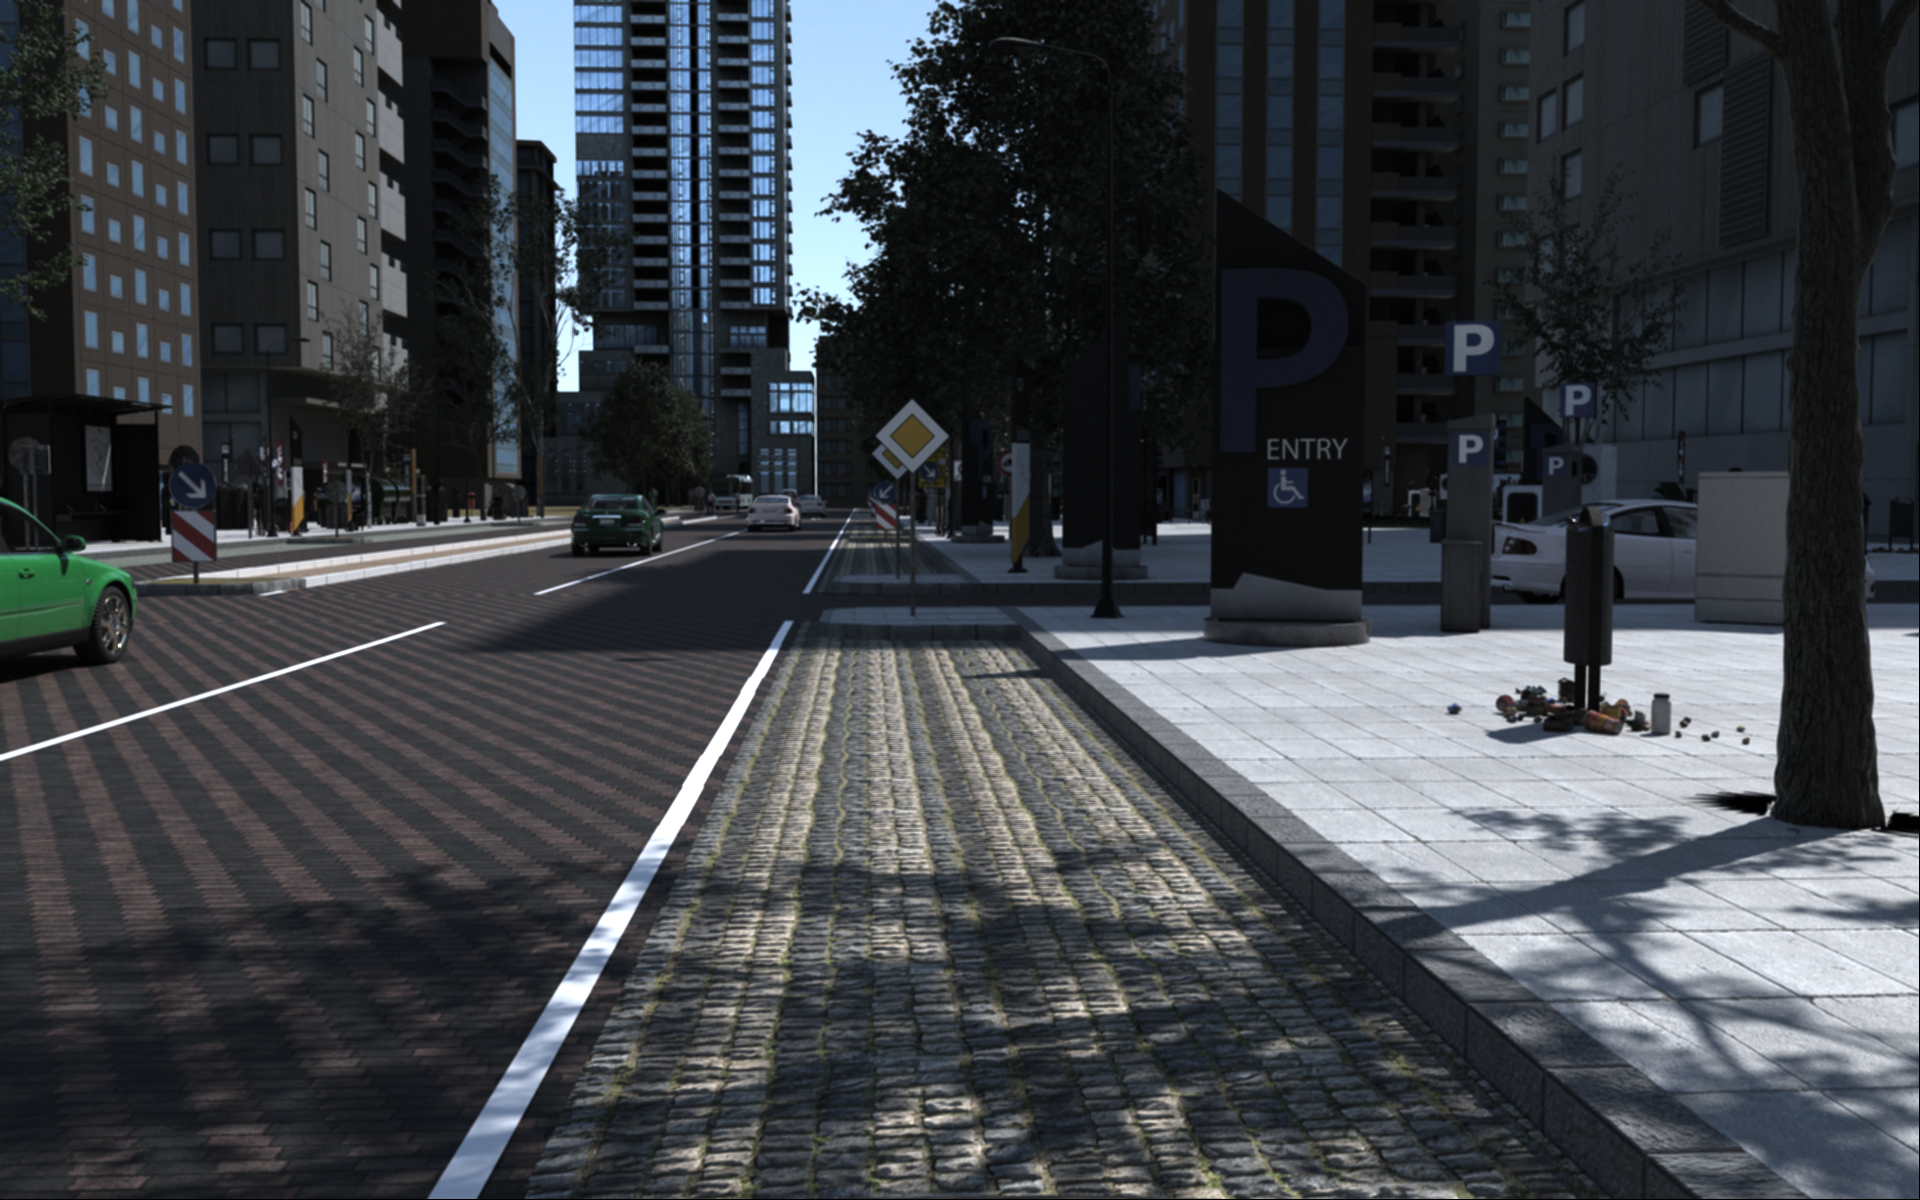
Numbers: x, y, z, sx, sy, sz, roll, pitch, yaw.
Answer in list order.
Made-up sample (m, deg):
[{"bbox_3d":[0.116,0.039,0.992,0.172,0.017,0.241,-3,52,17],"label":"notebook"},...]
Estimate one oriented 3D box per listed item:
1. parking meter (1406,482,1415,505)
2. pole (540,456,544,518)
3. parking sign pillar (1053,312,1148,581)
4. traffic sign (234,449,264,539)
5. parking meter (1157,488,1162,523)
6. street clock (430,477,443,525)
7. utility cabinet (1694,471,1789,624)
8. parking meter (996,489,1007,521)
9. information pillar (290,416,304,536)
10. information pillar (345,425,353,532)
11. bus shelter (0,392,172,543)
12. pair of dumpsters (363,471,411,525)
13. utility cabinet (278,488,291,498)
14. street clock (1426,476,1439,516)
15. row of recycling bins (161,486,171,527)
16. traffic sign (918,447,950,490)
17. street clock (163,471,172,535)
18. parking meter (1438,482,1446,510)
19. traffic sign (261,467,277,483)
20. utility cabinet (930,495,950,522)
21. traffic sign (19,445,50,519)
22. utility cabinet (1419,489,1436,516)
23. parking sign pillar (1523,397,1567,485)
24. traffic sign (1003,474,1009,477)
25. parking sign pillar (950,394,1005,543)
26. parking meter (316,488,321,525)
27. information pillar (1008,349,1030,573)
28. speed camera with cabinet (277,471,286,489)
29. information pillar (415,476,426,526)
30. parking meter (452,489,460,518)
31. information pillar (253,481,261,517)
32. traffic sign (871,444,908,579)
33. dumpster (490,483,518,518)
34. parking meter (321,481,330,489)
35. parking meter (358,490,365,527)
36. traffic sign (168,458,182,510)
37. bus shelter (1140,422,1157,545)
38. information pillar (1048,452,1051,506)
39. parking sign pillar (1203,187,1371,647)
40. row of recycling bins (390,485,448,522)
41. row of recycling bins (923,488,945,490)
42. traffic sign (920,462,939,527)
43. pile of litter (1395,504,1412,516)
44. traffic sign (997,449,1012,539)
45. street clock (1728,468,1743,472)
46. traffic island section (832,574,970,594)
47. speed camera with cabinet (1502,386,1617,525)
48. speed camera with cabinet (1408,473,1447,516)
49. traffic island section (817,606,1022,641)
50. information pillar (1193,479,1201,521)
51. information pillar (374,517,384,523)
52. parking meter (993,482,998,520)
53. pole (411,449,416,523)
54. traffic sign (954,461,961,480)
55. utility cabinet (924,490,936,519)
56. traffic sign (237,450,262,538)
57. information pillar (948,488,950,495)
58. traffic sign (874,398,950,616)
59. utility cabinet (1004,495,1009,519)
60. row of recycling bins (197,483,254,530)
[{"bbox_3d":[25.944,-5.770,100.053,0.399,1.863,0.255,2,4,33],"label":"parking meter"},{"bbox_3d":[-22.438,-6.060,92.916,0.158,3.312,0.155,0,3,0],"label":"pole"},{"bbox_3d":[2.146,-2.313,26.287,1.447,3.967,1.447,-3,5,-39],"label":"parking sign pillar"},{"bbox_3d":[-20.329,-3.028,49.508,0.884,2.594,0.081,0,4,4],"label":"traffic sign"},{"bbox_3d":[8.686,-4.130,75.942,0.372,1.533,0.369,0,3,0],"label":"parking meter"},{"bbox_3d":[-21.893,-4.151,72.432,0.471,2.002,0.358,0,4,0],"label":"street clock"},{"bbox_3d":[7.892,-0.510,17.018,1.173,1.500,0.318,3,5,40],"label":"utility cabinet"},{"bbox_3d":[1.865,-4.488,81.785,0.372,1.533,0.369,0,3,0],"label":"parking meter"},{"bbox_3d":[-20.129,-3.743,52.551,0.183,3.616,0.504,1,4,13],"label":"information pillar"},{"bbox_3d":[-20.728,-4.122,58.746,0.183,3.616,0.504,-2,4,-28],"label":"information pillar"},{"bbox_3d":[-21.682,-3.172,43.152,1.731,3.624,6.357,0,4,-3],"label":"bus shelter"},{"bbox_3d":[-24.335,-4.287,72.590,1.574,2.255,4.437,0,4,-3],"label":"pair of dumpsters"},{"bbox_3d":[-35.716,-5.060,91.416,1.173,1.500,0.318,-2,4,-32],"label":"utility cabinet"},{"bbox_3d":[18.637,-3.901,68.349,0.471,2.002,0.358,3,5,41],"label":"street clock"},{"bbox_3d":[-30.811,-3.638,66.600,3.534,1.692,1.069,-2,4,-30],"label":"row of recycling bins"},{"bbox_3d":[-0.652,-4.913,74.199,2.265,3.308,0.079,0,4,1],"label":"traffic sign"},{"bbox_3d":[-24.970,-3.062,54.640,0.358,2.002,0.471,-1,4,-14],"label":"street clock"},{"bbox_3d":[24.243,-4.977,87.087,0.255,1.863,0.399,-1,4,-18],"label":"parking meter"},{"bbox_3d":[-26.389,-3.917,66.169,0.606,2.300,0.079,0,4,6],"label":"traffic sign"},{"bbox_3d":[-0.910,-4.254,80.716,1.020,1.237,0.306,1,4,11],"label":"utility cabinet"},{"bbox_3d":[-19.356,-2.087,36.257,0.606,2.300,0.079,0,4,-2],"label":"traffic sign"},{"bbox_3d":[18.926,-3.760,70.152,0.318,1.500,1.173,0,4,-2],"label":"utility cabinet"},{"bbox_3d":[16.337,-3.658,48.283,1.447,3.967,1.447,-2,4,-24],"label":"parking sign pillar"},{"bbox_3d":[1.537,-3.172,51.965,0.768,2.556,0.104,0,4,2],"label":"traffic sign"},{"bbox_3d":[0.463,-3.504,45.756,1.447,3.967,1.447,1,4,21],"label":"parking sign pillar"},{"bbox_3d":[-26.514,-3.884,71.920,0.372,1.533,0.369,0,3,0],"label":"parking meter"},{"bbox_3d":[0.983,-2.257,28.249,0.183,3.616,0.504,2,4,30],"label":"information pillar"},{"bbox_3d":[-26.924,-4.566,68.990,0.660,3.252,2.038,0,4,6],"label":"speed camera with cabinet"},{"bbox_3d":[-21.402,-3.930,68.740,0.304,2.012,0.304,0,4,-1],"label":"information pillar"},{"bbox_3d":[-27.416,-5.248,94.215,0.372,1.533,0.369,0,3,0],"label":"parking meter"},{"bbox_3d":[-38.689,-5.556,95.327,0.304,2.012,0.304,1,4,19],"label":"information pillar"},{"bbox_3d":[-0.943,-1.378,26.167,0.795,2.450,0.064,0,4,-3],"label":"traffic sign"},{"bbox_3d":[-24.284,-5.306,92.507,1.264,1.857,1.865,0,4,-3],"label":"dumpster"},{"bbox_3d":[-28.546,-4.417,77.928,0.399,1.863,0.255,-2,4,-28],"label":"parking meter"},{"bbox_3d":[-23.608,-3.654,68.150,0.372,1.533,0.369,0,3,0],"label":"parking meter"},{"bbox_3d":[-23.793,-3.225,52.828,0.768,2.556,0.104,0,4,6],"label":"traffic sign"},{"bbox_3d":[4.044,-3.175,45.831,2.014,3.302,5.546,0,4,-3],"label":"bus shelter"},{"bbox_3d":[3.497,-4.910,71.635,0.504,3.616,0.183,1,4,18],"label":"information pillar"},{"bbox_3d":[2.867,-1.630,15.116,1.447,3.967,1.447,1,4,12],"label":"parking sign pillar"},{"bbox_3d":[-25.308,-4.512,80.883,3.534,1.692,1.069,2,4,31],"label":"row of recycling bins"},{"bbox_3d":[-0.955,-5.208,92.258,1.069,1.692,3.534,3,5,41],"label":"row of recycling bins"},{"bbox_3d":[-1.202,-4.156,68.057,0.768,2.556,0.104,0,4,2],"label":"traffic sign"},{"bbox_3d":[18.940,-3.689,74.280,1.176,0.858,1.719,-2,4,-23],"label":"pile of litter"},{"bbox_3d":[1.431,-2.999,49.139,0.768,2.556,0.104,0,3,0],"label":"traffic sign"},{"bbox_3d":[21.479,-2.658,48.025,0.471,2.002,0.358,2,4,30],"label":"street clock"},{"bbox_3d":[-0.920,-0.242,26.245,2.009,0.180,2.903,0,4,-3],"label":"traffic island section"},{"bbox_3d":[11.101,-2.312,32.139,0.660,3.252,2.038,-3,4,-38],"label":"speed camera with cabinet"},{"bbox_3d":[20.932,-5.034,76.637,2.038,3.252,0.660,2,4,26],"label":"speed camera with cabinet"},{"bbox_3d":[-0.477,0.245,18.273,2.009,0.180,2.903,0,4,-3],"label":"traffic island section"},{"bbox_3d":[11.264,-4.767,82.436,0.304,2.012,0.304,2,4,27],"label":"information pillar"},{"bbox_3d":[-25.992,-4.464,77.473,0.304,2.012,0.304,1,4,21],"label":"information pillar"},{"bbox_3d":[1.702,-4.913,86.030,0.255,1.863,0.399,1,4,20],"label":"parking meter"},{"bbox_3d":[-24.521,-5.133,77.773,0.158,3.312,0.155,0,3,0],"label":"pole"},{"bbox_3d":[0.108,-3.108,52.943,0.606,2.300,0.079,0,4,-2],"label":"traffic sign"},{"bbox_3d":[-1.666,-4.743,86.221,1.173,1.500,0.318,-3,5,-42],"label":"utility cabinet"},{"bbox_3d":[-20.663,-3.074,50.373,0.768,2.556,0.104,0,4,5],"label":"traffic sign"},{"bbox_3d":[-0.370,-5.518,81.575,0.504,3.616,0.183,1,4,10],"label":"information pillar"},{"bbox_3d":[-0.500,-0.890,18.194,0.795,2.450,0.064,0,4,-3],"label":"traffic sign"},{"bbox_3d":[2.755,-4.676,87.609,1.020,1.237,0.306,-1,4,-11],"label":"utility cabinet"},{"bbox_3d":[-26.684,-3.404,62.776,1.069,1.692,3.534,0,4,5],"label":"row of recycling bins"}]
